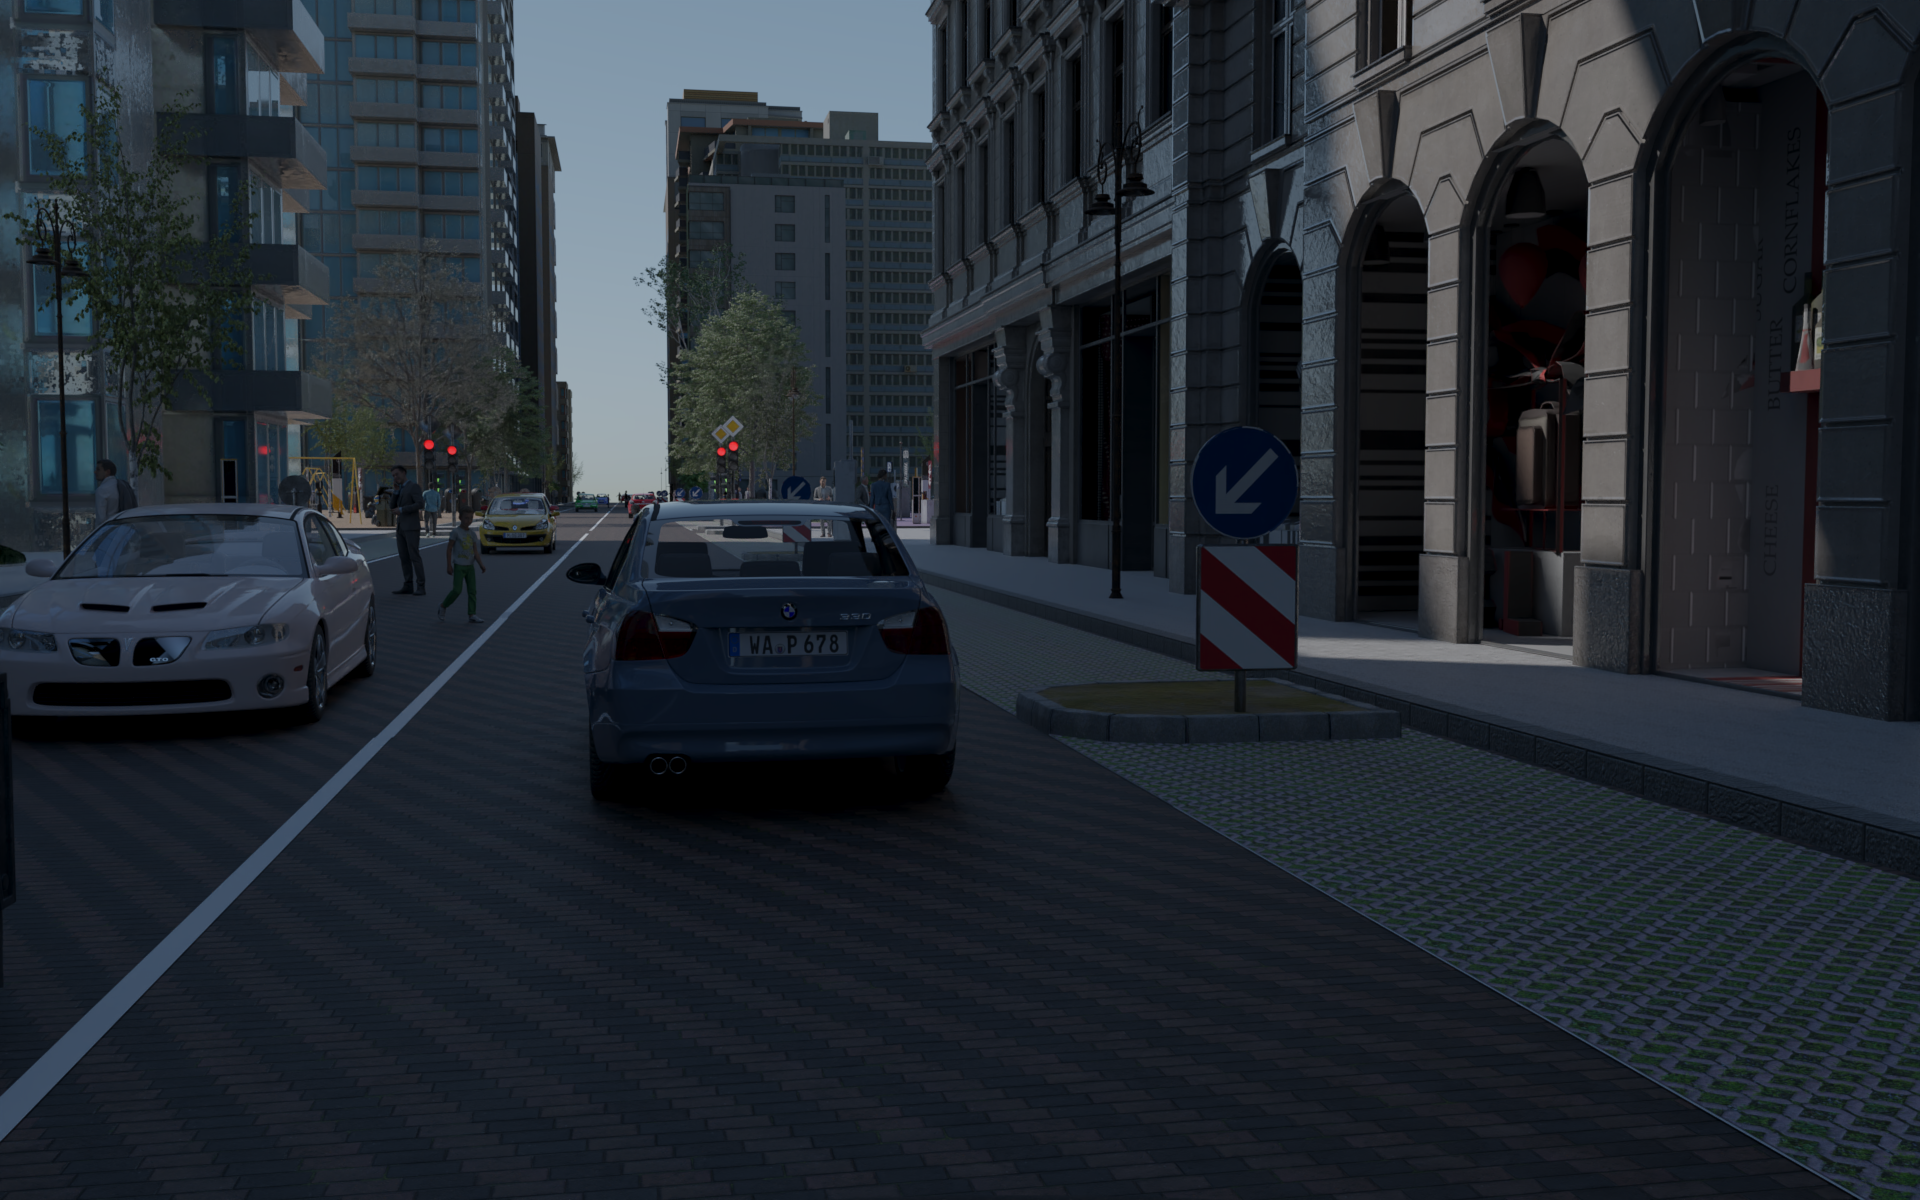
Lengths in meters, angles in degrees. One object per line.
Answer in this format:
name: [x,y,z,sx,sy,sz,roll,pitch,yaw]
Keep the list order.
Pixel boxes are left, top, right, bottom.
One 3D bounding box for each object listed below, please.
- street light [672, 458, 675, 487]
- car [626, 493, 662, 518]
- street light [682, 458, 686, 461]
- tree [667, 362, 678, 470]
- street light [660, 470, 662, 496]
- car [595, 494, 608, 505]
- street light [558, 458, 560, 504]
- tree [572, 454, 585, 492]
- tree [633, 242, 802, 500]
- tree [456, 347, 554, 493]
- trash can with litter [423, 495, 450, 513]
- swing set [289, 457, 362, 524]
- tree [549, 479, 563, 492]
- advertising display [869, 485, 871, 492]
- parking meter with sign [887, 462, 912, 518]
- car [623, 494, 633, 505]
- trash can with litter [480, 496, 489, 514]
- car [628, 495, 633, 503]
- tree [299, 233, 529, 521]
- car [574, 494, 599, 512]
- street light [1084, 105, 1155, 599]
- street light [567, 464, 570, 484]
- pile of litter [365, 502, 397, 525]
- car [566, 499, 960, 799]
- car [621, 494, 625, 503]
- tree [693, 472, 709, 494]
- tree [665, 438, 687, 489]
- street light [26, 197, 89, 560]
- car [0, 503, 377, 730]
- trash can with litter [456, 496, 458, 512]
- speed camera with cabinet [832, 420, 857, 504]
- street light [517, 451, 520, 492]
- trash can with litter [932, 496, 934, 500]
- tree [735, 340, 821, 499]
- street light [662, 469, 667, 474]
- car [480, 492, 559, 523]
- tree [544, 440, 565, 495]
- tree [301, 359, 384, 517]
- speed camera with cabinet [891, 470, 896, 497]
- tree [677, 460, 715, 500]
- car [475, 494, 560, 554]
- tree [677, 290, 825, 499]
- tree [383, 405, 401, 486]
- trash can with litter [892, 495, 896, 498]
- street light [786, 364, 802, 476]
street light: [-36.102,-15.031,218.548,0.468,5.910,1.993,-1,4,-11]
car: [-18.917,-5.787,103.661,2.155,1.783,4.494,-1,4,-9]
street light: [-28.302,-12.540,177.824,0.468,5.910,1.993,-1,4,-11]
tree: [-14.590,-11.679,109.071,7.486,12.596,7.792,0,3,0]
street light: [-51.778,-20.036,300.383,0.468,5.910,1.993,-1,4,-11]
car: [-47.624,-13.491,230.172,1.945,1.707,3.694,-1,4,-11]
street light: [-51.999,-15.390,224.412,0.468,5.910,1.993,-1,4,-11]
tree: [-66.465,-21.173,296.535,4.360,8.622,3.978,0,3,0]
tree: [-17.249,-16.659,128.258,12.611,20.169,13.585,0,3,0]
tree: [-35.531,-13.195,133.858,7.486,12.596,7.792,0,3,0]
trash can with litter: [-34.829,-6.372,115.239,1.678,1.210,2.233,3,5,44]
swing set: [-27.196,-4.672,74.000,3.119,2.851,2.862,-2,4,-28]
tree: [-50.816,-13.574,216.528,1.663,3.219,1.824,0,3,0]
advertising display: [-6.062,-6.989,119.480,0.123,1.923,0.974,1,4,19]
parking meter with sign: [-3.047,-5.975,93.945,1.738,3.016,0.543,-2,4,-27]
car: [-38.586,-11.865,203.778,2.009,1.686,4.222,-1,4,-11]
trash can with litter: [-30.522,-6.165,112.190,1.055,1.170,0.624,0,4,4]
car: [-31.238,-9.505,167.988,1.945,1.354,3.894,-1,4,-13]
tree: [-25.622,-10.487,81.833,12.009,13.543,11.850,0,3,0]
car: [-30.221,-8.029,140.074,1.959,1.807,4.718,-1,4,-12]
street light: [1.921,-2.957,21.140,0.468,5.910,1.993,-1,4,-11]
street light: [-59.896,-17.880,265.118,0.468,5.910,1.993,-1,4,-11]
pile of litter: [-24.077,-3.611,73.001,1.176,0.858,1.719,3,5,41]
car: [-1.153,0.150,9.554,2.014,1.417,4.499,-1,4,-11]
car: [-56.021,-17.231,290.764,2.155,1.783,4.494,-1,4,-9]
tree: [-21.810,-9.242,145.714,1.663,3.219,1.824,0,3,0]
tree: [-36.786,-16.882,226.383,4.737,8.622,4.395,0,3,0]
street light: [-14.150,-3.333,27.287,0.468,5.910,1.993,-1,4,-11]
car: [-5.246,0.012,12.159,2.083,1.381,4.827,-1,4,-12]
trash can with litter: [-35.818,-6.925,124.610,1.055,1.170,0.624,0,4,4]
speed camera with cabinet: [-3.183,-3.236,47.243,0.660,3.252,2.038,0,4,-6]
street light: [-36.334,-10.395,142.751,0.468,5.910,1.993,-1,4,-11]
trash can with litter: [-1.124,-5.232,96.938,1.055,1.170,0.624,1,4,20]
tree: [-9.029,-8.160,83.783,4.360,8.622,3.978,0,3,0]
street light: [-44.077,-17.545,259.640,0.468,5.910,1.993,-1,4,-11]
car: [-12.487,-2.461,49.280,2.155,1.783,4.494,-1,4,-10]
tree: [-50.721,-16.015,212.209,4.737,8.622,4.395,0,3,0]
tree: [-34.693,-8.896,95.811,4.737,8.622,4.395,0,3,0]
speed camera with cabinet: [-5.874,-8.962,140.860,2.038,3.252,0.660,-2,4,-24]
tree: [-22.918,-10.194,150.389,4.285,4.588,4.351,0,3,0]
car: [-10.894,-1.991,42.775,2.015,1.641,3.980,-1,4,-11]
tree: [-11.250,-10.935,96.919,7.486,12.596,7.792,0,3,0]
tree: [-42.480,-10.496,121.974,4.737,8.622,4.395,0,3,0]
trash can with litter: [-4.356,-5.717,104.529,1.678,1.210,2.233,2,4,31]
street light: [-5.942,-5.449,61.885,0.468,5.910,1.993,-1,4,-11]
